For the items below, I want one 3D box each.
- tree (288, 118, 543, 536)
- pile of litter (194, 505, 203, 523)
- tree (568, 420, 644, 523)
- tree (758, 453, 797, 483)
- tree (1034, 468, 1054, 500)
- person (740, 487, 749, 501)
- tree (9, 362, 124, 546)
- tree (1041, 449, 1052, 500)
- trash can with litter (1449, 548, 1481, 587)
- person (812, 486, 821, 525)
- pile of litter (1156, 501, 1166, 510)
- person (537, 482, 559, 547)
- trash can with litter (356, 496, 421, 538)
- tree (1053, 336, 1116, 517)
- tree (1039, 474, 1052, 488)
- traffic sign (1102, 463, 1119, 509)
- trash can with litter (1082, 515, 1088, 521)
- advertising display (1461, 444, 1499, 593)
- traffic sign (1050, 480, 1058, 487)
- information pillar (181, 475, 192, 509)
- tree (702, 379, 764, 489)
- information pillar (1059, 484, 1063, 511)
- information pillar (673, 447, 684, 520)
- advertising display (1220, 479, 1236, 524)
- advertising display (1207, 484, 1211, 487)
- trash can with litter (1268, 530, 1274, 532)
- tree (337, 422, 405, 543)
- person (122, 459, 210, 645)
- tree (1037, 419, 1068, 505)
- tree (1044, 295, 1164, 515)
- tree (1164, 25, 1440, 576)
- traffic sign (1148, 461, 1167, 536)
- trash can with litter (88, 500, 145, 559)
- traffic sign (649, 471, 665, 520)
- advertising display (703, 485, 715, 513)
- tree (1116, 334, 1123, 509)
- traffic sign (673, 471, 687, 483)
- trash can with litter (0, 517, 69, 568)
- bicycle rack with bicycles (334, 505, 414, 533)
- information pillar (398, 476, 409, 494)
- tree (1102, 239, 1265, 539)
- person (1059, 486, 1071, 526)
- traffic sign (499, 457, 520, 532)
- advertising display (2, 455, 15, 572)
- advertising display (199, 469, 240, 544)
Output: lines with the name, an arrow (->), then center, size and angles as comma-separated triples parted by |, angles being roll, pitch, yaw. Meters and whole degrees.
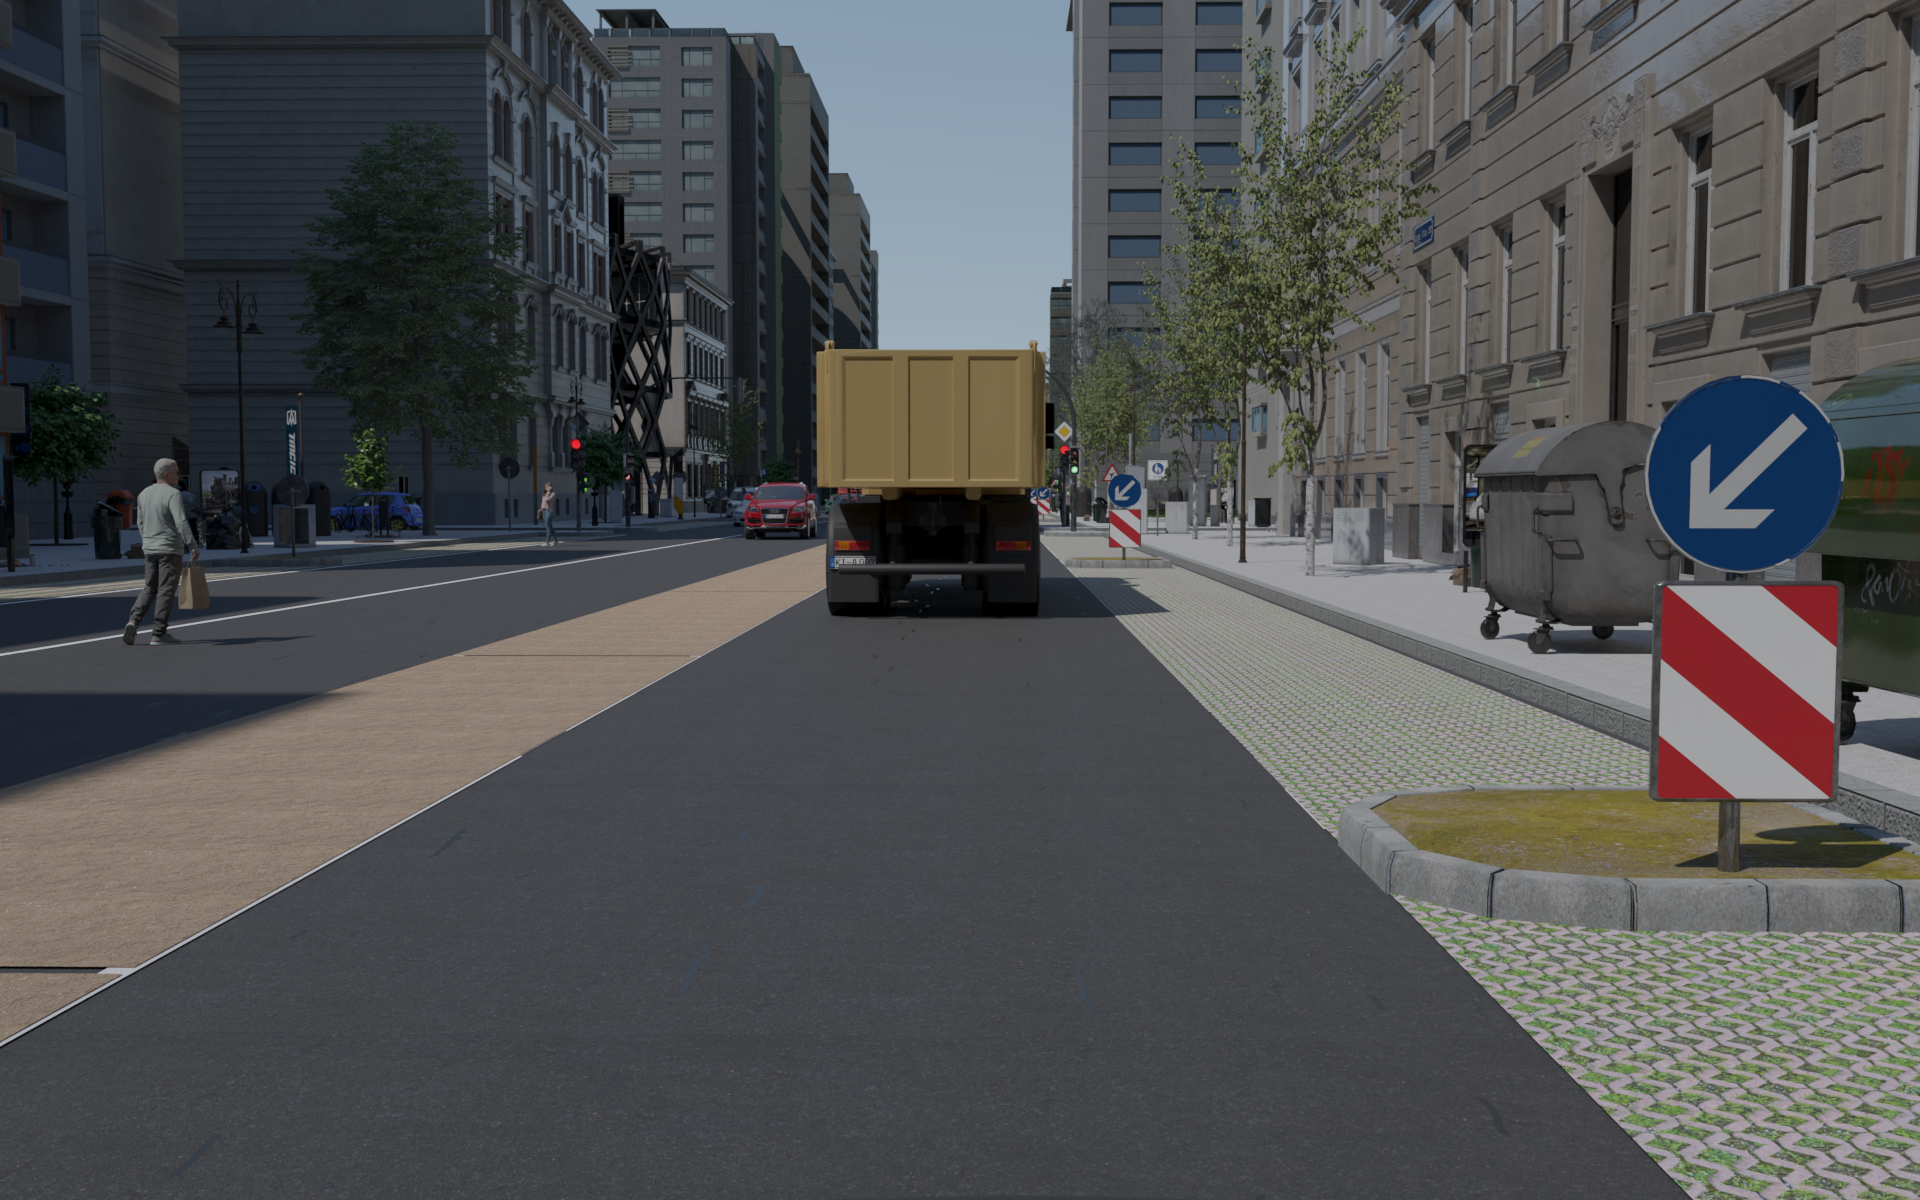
tree -> -16.855, -8.258, 53.154 | 7.486, 12.596, 7.792 | 0, 3, 0
pile of litter -> -30.647, -3.416, 69.819 | 1.719, 0.858, 1.176 | 0, 4, -5
tree -> -15.732, -5.694, 76.815 | 4.285, 4.588, 4.351 | 0, 3, 0
tree -> -14.639, -9.523, 139.412 | 4.285, 4.588, 4.351 | 0, 3, 0
tree -> 8.260, -11.956, 179.195 | 4.285, 4.588, 4.351 | 0, 3, 0
person -> -11.594, -5.213, 93.991 | 0.793, 1.790, 0.793 | 0, 4, -4
tree -> -22.693, -3.638, 43.193 | 4.285, 4.588, 4.351 | 0, 3, 0
tree -> 7.560, -8.773, 93.794 | 4.737, 8.622, 4.395 | 0, 3, 0
trash can with litter -> 7.132, -0.770, 23.978 | 0.624, 1.170, 1.055 | -1, 4, -16
person -> -6.673, -4.300, 79.165 | 0.624, 1.780, 0.694 | -2, 4, -29
pile of litter -> 12.935, -6.066, 113.143 | 1.719, 0.858, 1.176 | 1, 4, 12
person -> -11.255, -2.350, 47.519 | 0.643, 1.750, 0.593 | -3, 5, -41
trash can with litter -> -17.110, -2.460, 51.275 | 1.678, 1.210, 2.233 | -3, 5, -41
tree -> 6.666, -7.810, 78.053 | 4.737, 8.622, 4.395 | 0, 3, 0
tree -> 8.365, -10.575, 167.502 | 1.663, 3.219, 1.824 | 0, 3, 0
traffic sign -> 6.419, -4.469, 73.079 | 0.884, 2.594, 0.081 | 1, 4, 9
trash can with litter -> 6.248, -4.287, 81.487 | 1.055, 1.170, 0.624 | 1, 4, 12
advertising display -> 7.006, -1.054, 22.452 | 0.974, 1.923, 0.123 | 0, 4, 7
traffic sign -> 6.975, -7.696, 125.837 | 0.884, 2.594, 0.081 | 0, 4, 1
information pillar -> -30.344, -3.883, 67.976 | 0.304, 2.012, 0.304 | -1, 4, -11
tree -> -14.479, -9.816, 110.848 | 4.737, 8.622, 4.395 | 0, 3, 0
information pillar -> 7.575, -7.624, 129.141 | 0.304, 2.012, 0.304 | 2, 4, 34
information pillar -> -14.136, -5.851, 87.016 | 0.504, 3.616, 0.183 | -2, 4, -27
advertising display -> 11.629, -4.274, 75.093 | 0.123, 1.923, 0.974 | -2, 4, -27
advertising display -> 15.576, -6.340, 108.871 | 0.123, 1.923, 0.974 | 2, 4, 28
trash can with litter -> 11.122, -2.892, 58.336 | 1.678, 1.210, 2.233 | -1, 4, -14
tree -> -15.466, -3.139, 45.923 | 1.663, 3.219, 1.824 | 0, 3, 0
person -> -7.505, -0.452, 16.379 | 0.782, 1.767, 0.515 | 2, 4, 24
tree -> 9.316, -17.187, 206.761 | 9.928, 11.665, 9.643 | 0, 3, 0
tree -> 8.010, -11.985, 106.323 | 12.009, 13.543, 11.850 | 0, 3, 0
tree -> 5.257, -4.686, 26.977 | 4.737, 8.622, 4.395 | 0, 3, 0
traffic sign -> 6.030, -3.101, 52.826 | 0.606, 2.300, 0.079 | 0, 4, 5
trash can with litter -> -16.636, -1.401, 34.287 | 1.055, 1.170, 0.624 | -3, 5, -39
traffic sign -> -14.951, -5.155, 85.467 | 0.795, 2.450, 0.064 | 1, 4, 9
advertising display -> -17.462, -7.061, 120.659 | 0.123, 1.923, 0.974 | 3, 5, 40
tree -> 6.396, -5.625, 42.326 | 4.737, 8.622, 4.395 | 0, 3, 0
traffic sign -> -14.652, -5.531, 90.546 | 0.768, 2.556, 0.104 | 0, 4, 5
trash can with litter -> -17.135, -1.212, 30.876 | 2.233, 1.210, 1.678 | 3, 4, 37
bicycle rack with bicycles -> -19.963, -2.753, 58.389 | 2.852, 0.926, 2.925 | 2, 4, 24
information pillar -> -22.447, -4.001, 69.913 | 0.304, 2.012, 0.304 | 1, 4, 21
tree -> 6.456, -6.033, 49.004 | 4.360, 8.622, 3.978 | 0, 3, 0
person -> 4.259, -3.731, 69.924 | 0.576, 1.772, 0.534 | -1, 4, -18
traffic sign -> -15.407, -3.615, 59.210 | 0.768, 2.556, 0.104 | 1, 4, 11
advertising display -> -15.788, -1.440, 28.765 | 0.123, 1.923, 0.974 | -2, 4, -30
advertising display -> -19.141, -2.422, 44.811 | 0.974, 1.923, 0.123 | -3, 4, -39
